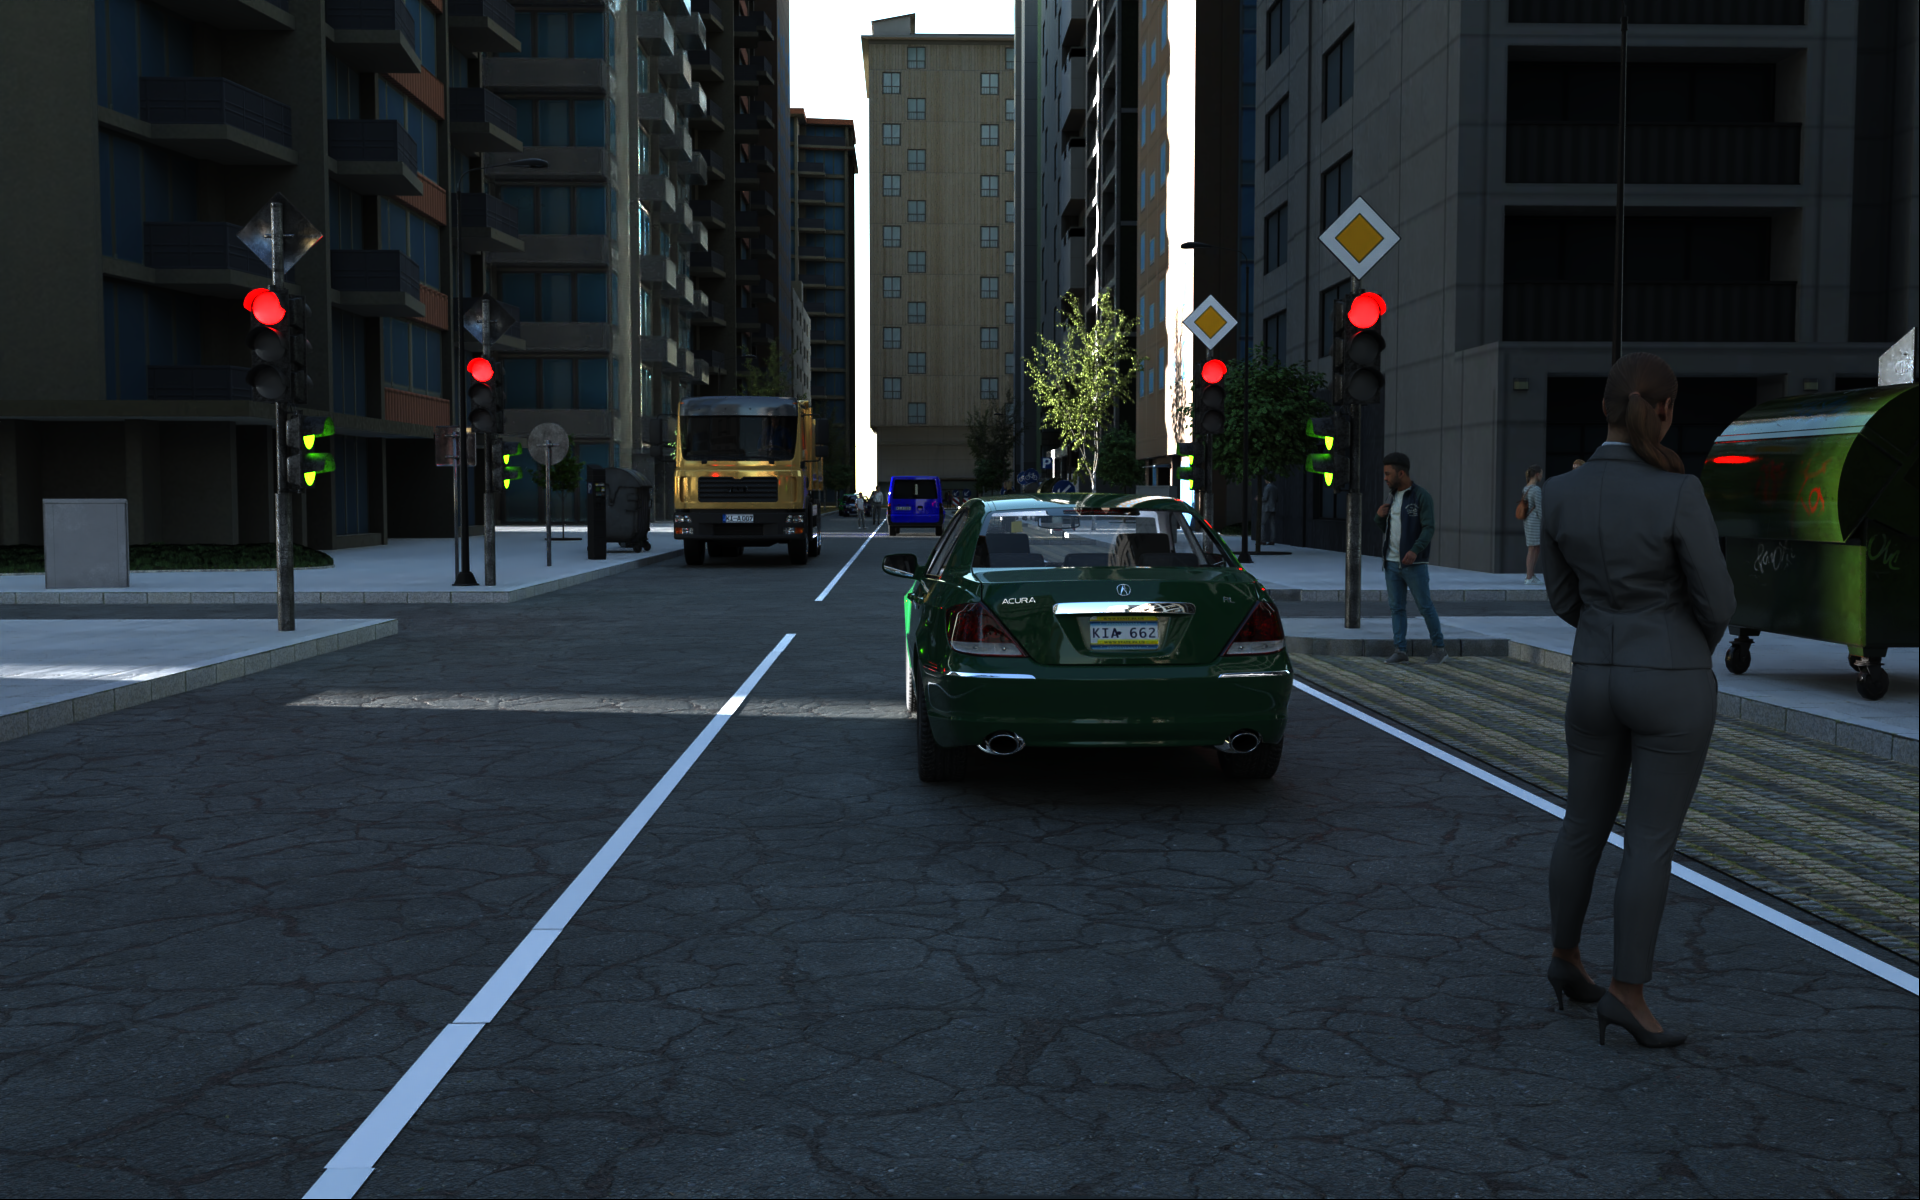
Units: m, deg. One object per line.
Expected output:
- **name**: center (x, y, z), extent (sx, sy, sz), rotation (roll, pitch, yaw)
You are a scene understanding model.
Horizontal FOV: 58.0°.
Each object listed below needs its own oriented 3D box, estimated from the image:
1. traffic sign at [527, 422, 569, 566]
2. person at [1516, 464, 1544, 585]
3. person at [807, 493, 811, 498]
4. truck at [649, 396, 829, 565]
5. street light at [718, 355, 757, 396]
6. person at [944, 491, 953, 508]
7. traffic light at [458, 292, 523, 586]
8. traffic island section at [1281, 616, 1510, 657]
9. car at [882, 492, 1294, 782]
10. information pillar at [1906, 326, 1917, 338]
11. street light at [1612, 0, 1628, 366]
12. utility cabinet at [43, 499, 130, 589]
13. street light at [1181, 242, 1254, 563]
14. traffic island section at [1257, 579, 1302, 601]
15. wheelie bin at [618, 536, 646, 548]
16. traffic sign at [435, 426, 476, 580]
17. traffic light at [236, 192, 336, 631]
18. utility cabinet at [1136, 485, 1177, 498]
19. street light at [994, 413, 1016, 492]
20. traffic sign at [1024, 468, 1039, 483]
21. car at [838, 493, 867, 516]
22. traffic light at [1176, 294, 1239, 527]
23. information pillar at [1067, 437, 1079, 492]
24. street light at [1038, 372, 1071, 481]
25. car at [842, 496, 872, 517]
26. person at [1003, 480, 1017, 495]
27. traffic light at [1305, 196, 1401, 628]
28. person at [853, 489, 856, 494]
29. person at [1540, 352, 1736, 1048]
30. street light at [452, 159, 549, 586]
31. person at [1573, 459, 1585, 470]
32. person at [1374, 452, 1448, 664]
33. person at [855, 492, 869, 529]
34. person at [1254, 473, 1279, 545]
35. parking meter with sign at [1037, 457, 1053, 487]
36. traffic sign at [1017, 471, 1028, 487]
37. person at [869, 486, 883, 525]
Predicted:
- **traffic sign**: center (-7.311, -1.874, 30.746), extent (0.768, 2.556, 0.104), rotation (0, 4, 5)
- **person**: center (8.136, -1.072, 24.573), extent (0.522, 1.701, 0.512), rotation (-1, 4, -9)
- **person**: center (-9.660, -6.300, 109.146), extent (0.705, 1.812, 1.348), rotation (1, 4, 22)
- **truck**: center (-4.411, -2.526, 37.218), extent (3.469, 3.379, 9.791), rotation (0, 4, -2)
- **street light**: center (-7.483, -5.222, 57.918), extent (1.470, 5.913, 1.316), rotation (0, 4, -2)
- **person**: center (-1.062, -9.549, 165.307), extent (1.217, 1.739, 0.721), rotation (0, 4, -3)
- **traffic light**: center (-6.560, -2.154, 24.141), extent (0.839, 4.253, 0.868), rotation (0, 4, -2)
- **traffic island section**: center (3.784, 0.347, 16.601), extent (2.009, 0.180, 2.903), rotation (0, 4, -2)
- **car**: center (0.617, 0.104, 10.091), extent (2.131, 1.459, 4.920), rotation (0, 4, -3)
- **information pillar**: center (13.207, -2.024, 24.455), extent (0.183, 3.616, 0.504), rotation (-3, 5, -41)
- **street light**: center (5.293, -2.618, 15.349), extent (1.470, 5.913, 1.316), rotation (0, 4, -2)
- **utility cabinet**: center (-11.944, -0.767, 23.697), extent (1.020, 1.237, 0.306), rotation (-1, 4, -22)
- **street light**: center (4.761, -3.642, 32.081), extent (1.470, 5.913, 1.316), rotation (0, 4, -2)
- **traffic island section**: center (3.537, -0.141, 24.582), extent (2.009, 0.180, 2.903), rotation (0, 4, -2)
- **wheelie bin**: center (-7.860, -2.066, 41.684), extent (0.693, 1.594, 0.980), rotation (-2, 4, -28)
- **traffic sign**: center (-7.538, -1.454, 25.904), extent (0.606, 2.300, 0.079), rotation (0, 4, 2)
- **traffic light**: center (-6.312, -1.666, 16.159), extent (0.839, 4.253, 0.868), rotation (0, 4, -2)
- **utility cabinet**: center (5.095, -2.214, 44.882), extent (0.318, 1.500, 1.173), rotation (-3, 5, -41)
- **street light**: center (2.637, -7.773, 99.623), extent (1.470, 5.913, 1.316), rotation (0, 4, -2)
- **traffic sign**: center (3.541, -5.261, 86.120), extent (0.768, 2.556, 0.104), rotation (0, 4, 3)
- **car**: center (-7.130, -6.521, 115.418), extent (1.959, 1.807, 4.718), rotation (0, 4, -1)
- **traffic light**: center (3.496, -2.174, 24.467), extent (0.839, 4.253, 0.868), rotation (0, 4, -2)
- **information pillar**: center (4.559, -4.787, 69.622), extent (0.504, 3.616, 0.183), rotation (-1, 4, -16)
- **street light**: center (3.652, -5.711, 65.909), extent (1.470, 5.913, 1.316), rotation (0, 4, -2)
- **car**: center (-6.472, -5.944, 109.760), extent (1.945, 1.354, 3.894), rotation (0, 4, -1)
- **person**: center (1.174, -2.283, 46.049), extent (0.699, 1.804, 1.509), rotation (-1, 4, -14)
- **traffic light**: center (3.744, -1.686, 16.486), extent (0.839, 4.253, 0.868), rotation (0, 4, -2)
- **person**: center (-8.769, -8.357, 145.151), extent (0.705, 1.822, 1.348), rotation (1, 4, 15)
- **person**: center (1.801, 0.257, 4.576), extent (0.520, 1.790, 0.573), rotation (3, 4, 37)
- **street light**: center (-6.393, -3.155, 24.126), extent (1.470, 5.913, 1.316), rotation (0, 4, -2)
- **person**: center (8.951, -1.134, 24.929), extent (0.624, 1.780, 0.694), rotation (0, 4, 7)
- **person**: center (3.752, -0.349, 14.551), extent (0.721, 1.781, 0.623), rotation (-3, 5, -41)
- **person**: center (-4.038, -3.655, 70.855), extent (0.523, 1.515, 0.503), rotation (1, 4, 20)
- **person**: center (7.702, -2.282, 43.558), extent (0.583, 1.804, 0.606), rotation (3, 5, 39)
- **parking meter with sign**: center (3.889, -5.203, 81.325), extent (0.543, 3.016, 1.738), rotation (1, 4, 16)
- **traffic sign**: center (3.590, -5.932, 97.092), extent (0.768, 2.556, 0.104), rotation (0, 4, 4)
- **person**: center (-3.919, -4.426, 80.973), extent (0.679, 1.850, 0.850), rotation (-1, 4, -12)
